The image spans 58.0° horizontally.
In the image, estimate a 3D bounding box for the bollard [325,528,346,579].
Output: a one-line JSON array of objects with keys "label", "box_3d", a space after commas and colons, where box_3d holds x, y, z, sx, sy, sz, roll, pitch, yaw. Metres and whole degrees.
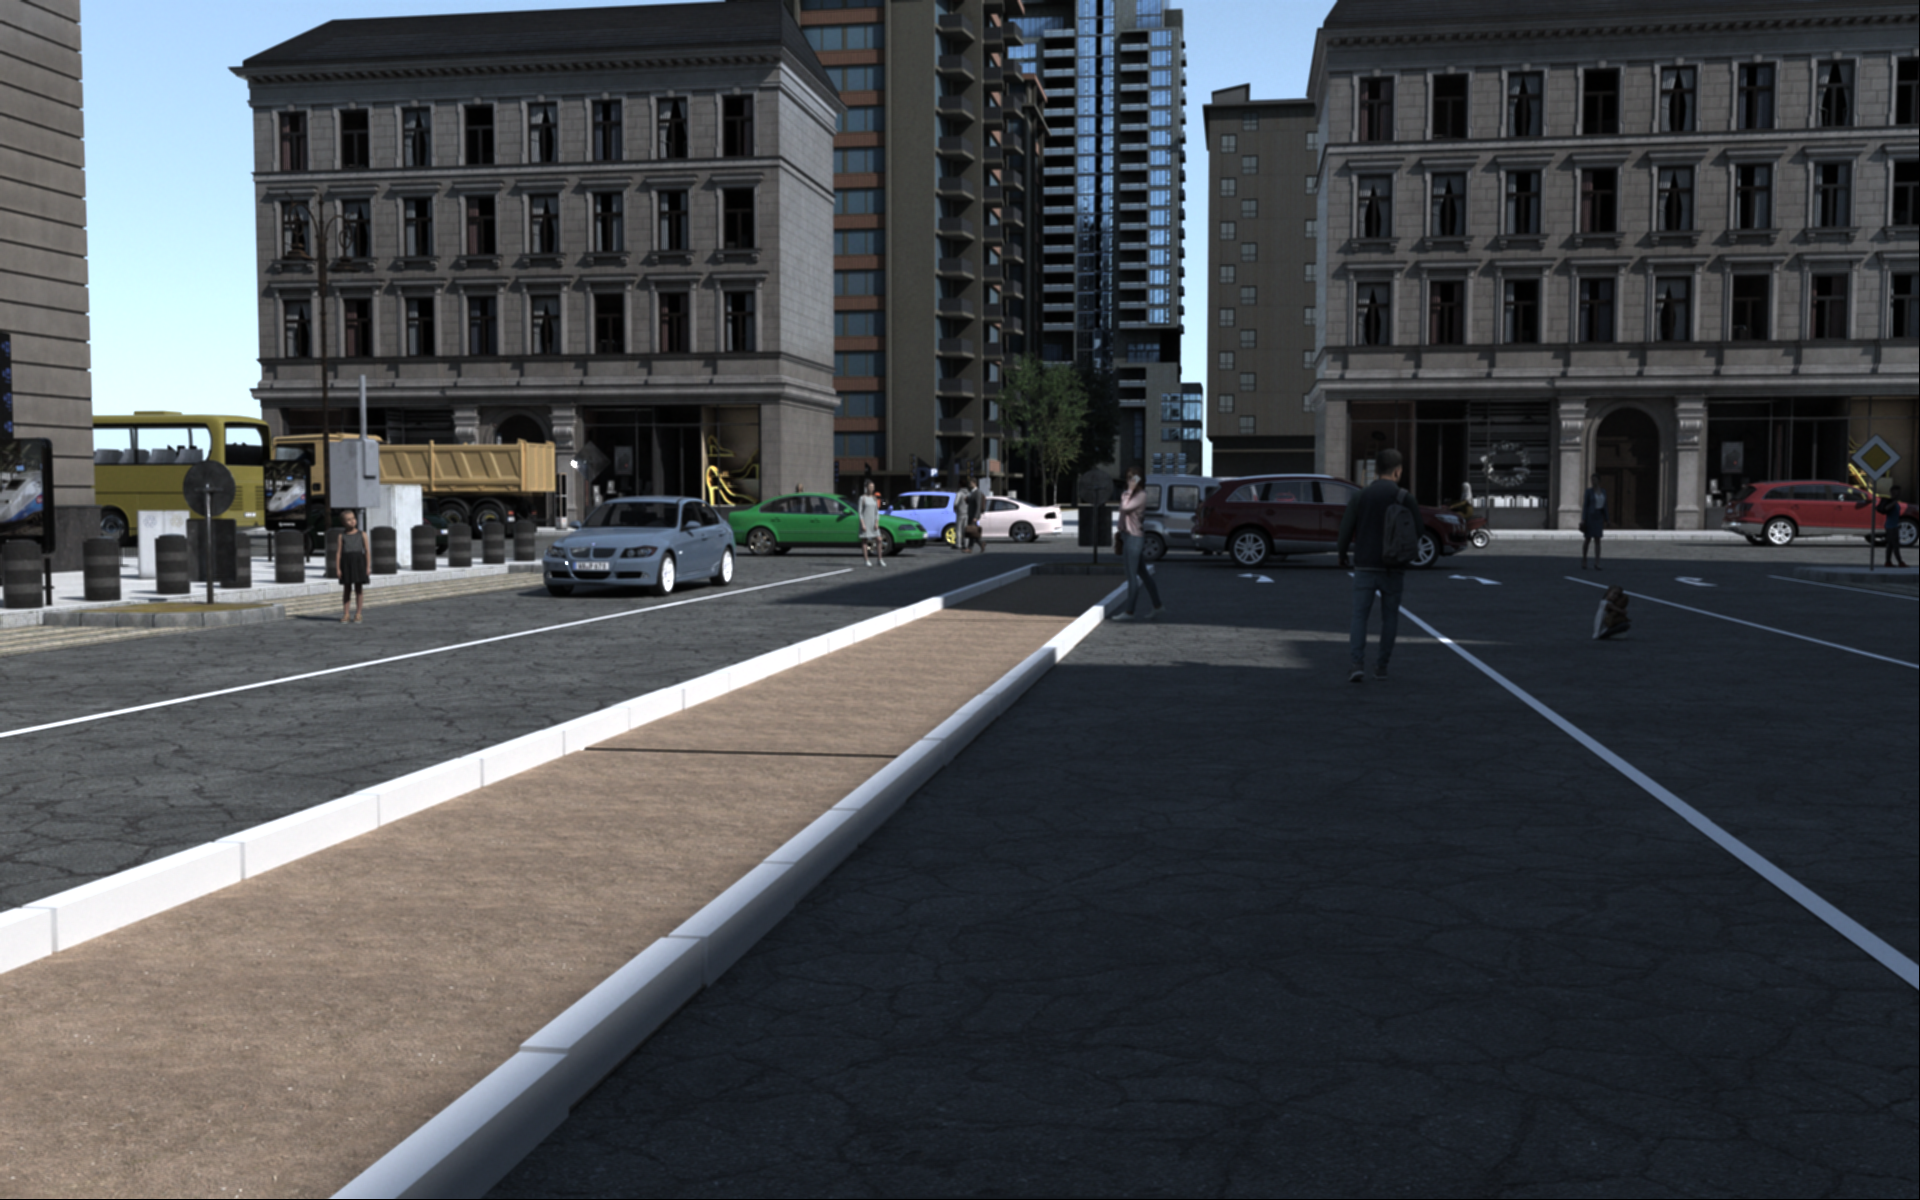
[{"label": "bollard", "box_3d": [-9.456, -0.713, 26.375, 0.404, 0.777, 0.398, 0, 3, 0]}]

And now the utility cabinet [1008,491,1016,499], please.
[{"label": "utility cabinet", "box_3d": [3.584, -6.772, 119.406, 0.318, 1.500, 1.173, 1, 4, 16]}]

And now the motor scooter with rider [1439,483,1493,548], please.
[{"label": "motor scooter with rider", "box_3d": [13.148, -2.266, 46.006, 1.986, 1.779, 0.876, 1, 4, 9]}]

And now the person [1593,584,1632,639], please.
[{"label": "person", "box_3d": [6.449, 0.114, 17.115, 0.357, 0.543, 0.381, 1, 4, 21]}]

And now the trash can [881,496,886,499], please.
[{"label": "trash can", "box_3d": [-5.604, -6.806, 122.935, 0.748, 1.137, 0.748, 0, 3, 0]}]

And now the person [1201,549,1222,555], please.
[{"label": "person", "box_3d": [6.060, -1.920, 40.699, 0.742, 1.727, 0.445, -3, 4, -36]}]

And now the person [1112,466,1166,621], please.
[{"label": "person", "box_3d": [2.046, -0.649, 19.704, 0.643, 1.750, 0.593, 0, 4, 0]}]

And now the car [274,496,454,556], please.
[{"label": "car", "box_3d": [-13.942, -1.887, 40.638, 4.222, 1.686, 2.009, 1, 4, 11]}]

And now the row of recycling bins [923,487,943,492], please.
[{"label": "row of recycling bins", "box_3d": [-1.707, -5.767, 101.396, 1.069, 1.692, 3.534, 0, 4, -1]}]

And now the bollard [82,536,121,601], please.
[{"label": "bollard", "box_3d": [-10.346, -0.377, 20.878, 0.404, 0.777, 0.398, 0, 3, 0]}]

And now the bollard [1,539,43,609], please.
[{"label": "bollard", "box_3d": [-10.562, -0.293, 19.510, 0.404, 0.777, 0.398, 0, 3, 0]}]

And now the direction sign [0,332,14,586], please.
[{"label": "direction sign", "box_3d": [-13.370, -1.966, 24.134, 0.379, 3.537, 0.876, 0, 4, -8]}]

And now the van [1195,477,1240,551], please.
[{"label": "van", "box_3d": [6.923, -2.305, 44.692, 2.013, 2.044, 4.112, 1, 4, 9]}]

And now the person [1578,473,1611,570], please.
[{"label": "person", "box_3d": [12.059, -1.493, 32.932, 0.581, 1.822, 0.654, 0, 4, 7]}]

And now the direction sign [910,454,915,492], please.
[{"label": "direction sign", "box_3d": [-2.695, -6.499, 98.255, 0.379, 3.537, 0.876, 1, 4, 13]}]

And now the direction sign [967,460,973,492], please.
[{"label": "direction sign", "box_3d": [0.667, -7.586, 116.034, 0.379, 3.537, 0.876, 2, 4, 26]}]

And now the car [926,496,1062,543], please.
[{"label": "car", "box_3d": [0.640, -2.403, 51.657, 4.827, 1.381, 2.083, 1, 4, 9]}]

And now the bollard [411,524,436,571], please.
[{"label": "bollard", "box_3d": [-9.017, -0.880, 29.105, 0.404, 0.777, 0.398, 0, 3, 0]}]

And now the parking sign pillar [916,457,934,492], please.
[{"label": "parking sign pillar", "box_3d": [-2.537, -8.336, 124.770, 1.447, 3.967, 1.447, 2, 4, 27]}]

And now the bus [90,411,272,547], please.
[{"label": "bus", "box_3d": [-25.391, -3.453, 47.996, 12.252, 3.916, 2.896, 1, 4, 8]}]

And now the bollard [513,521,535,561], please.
[{"label": "bollard", "box_3d": [-8.354, -1.131, 33.203, 0.404, 0.777, 0.398, 0, 3, 0]}]

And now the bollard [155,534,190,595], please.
[{"label": "bollard", "box_3d": [-10.123, -0.462, 22.267, 0.404, 0.777, 0.398, 0, 3, 0]}]

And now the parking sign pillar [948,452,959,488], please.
[{"label": "parking sign pillar", "box_3d": [-0.441, -7.492, 110.960, 1.447, 3.967, 1.447, -1, 4, -14]}]

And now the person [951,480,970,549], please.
[{"label": "person", "box_3d": [0.025, -2.214, 44.849, 0.789, 1.805, 0.875, 3, 5, 43]}]

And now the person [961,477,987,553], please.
[{"label": "person", "box_3d": [0.366, -2.052, 42.020, 0.822, 1.834, 0.622, -2, 4, -31]}]

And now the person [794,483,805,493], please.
[{"label": "person", "box_3d": [-5.221, -2.968, 57.203, 0.709, 1.800, 0.728, 0, 4, 1]}]

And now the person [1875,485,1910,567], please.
[{"label": "person", "box_3d": [17.827, -1.387, 33.051, 0.662, 1.594, 0.647, 2, 4, 29]}]

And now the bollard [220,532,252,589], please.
[{"label": "bollard", "box_3d": [-9.895, -0.546, 23.640, 0.404, 0.777, 0.398, 0, 3, 0]}]

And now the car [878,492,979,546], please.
[{"label": "car", "box_3d": [-1.327, -2.377, 48.450, 3.694, 1.707, 1.945, 0, 4, 8]}]

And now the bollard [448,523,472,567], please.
[{"label": "bollard", "box_3d": [-8.801, -0.964, 30.473, 0.404, 0.777, 0.398, 0, 3, 0]}]

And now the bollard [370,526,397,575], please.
[{"label": "bollard", "box_3d": [-9.235, -0.797, 27.747, 0.404, 0.777, 0.398, 0, 3, 0]}]

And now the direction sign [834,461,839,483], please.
[{"label": "direction sign", "box_3d": [-8.738, -7.790, 119.360, 0.876, 3.537, 0.379, 2, 4, 29]}]

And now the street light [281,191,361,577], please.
[{"label": "street light", "box_3d": [-9.833, -3.305, 26.819, 0.468, 5.910, 1.993, 1, 4, 9]}]

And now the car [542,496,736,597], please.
[{"label": "car", "box_3d": [-4.673, -0.847, 25.850, 2.014, 1.417, 4.499, 1, 4, 10]}]

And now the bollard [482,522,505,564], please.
[{"label": "bollard", "box_3d": [-8.577, -1.047, 31.830, 0.404, 0.777, 0.398, 0, 3, 0]}]

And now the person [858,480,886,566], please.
[{"label": "person", "box_3d": [-1.805, -1.526, 34.456, 0.512, 1.701, 0.522, -3, 4, -37]}]

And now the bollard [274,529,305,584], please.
[{"label": "bollard", "box_3d": [-9.679, -0.629, 24.998, 0.404, 0.777, 0.398, 0, 3, 0]}]

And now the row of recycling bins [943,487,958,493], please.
[{"label": "row of recycling bins", "box_3d": [-0.719, -6.028, 105.663, 1.069, 1.692, 3.534, 1, 4, 20]}]

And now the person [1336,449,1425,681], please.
[{"label": "person", "box_3d": [3.241, -0.275, 13.345, 0.623, 1.781, 0.721, 0, 4, 3]}]

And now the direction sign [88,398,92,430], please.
[{"label": "direction sign", "box_3d": [-16.636, -2.465, 32.305, 0.876, 3.537, 0.379, -1, 4, -10]}]

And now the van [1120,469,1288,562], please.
[{"label": "van", "box_3d": [5.496, -1.853, 37.301, 4.112, 2.044, 2.013, 1, 4, 10]}]

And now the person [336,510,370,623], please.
[{"label": "person", "box_3d": [-6.779, -0.378, 19.355, 0.362, 1.253, 0.373, -1, 4, -11]}]

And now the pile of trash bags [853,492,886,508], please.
[{"label": "pile of trash bags", "box_3d": [-5.086, -5.387, 97.833, 1.912, 1.369, 3.447, -1, 4, -19]}]
